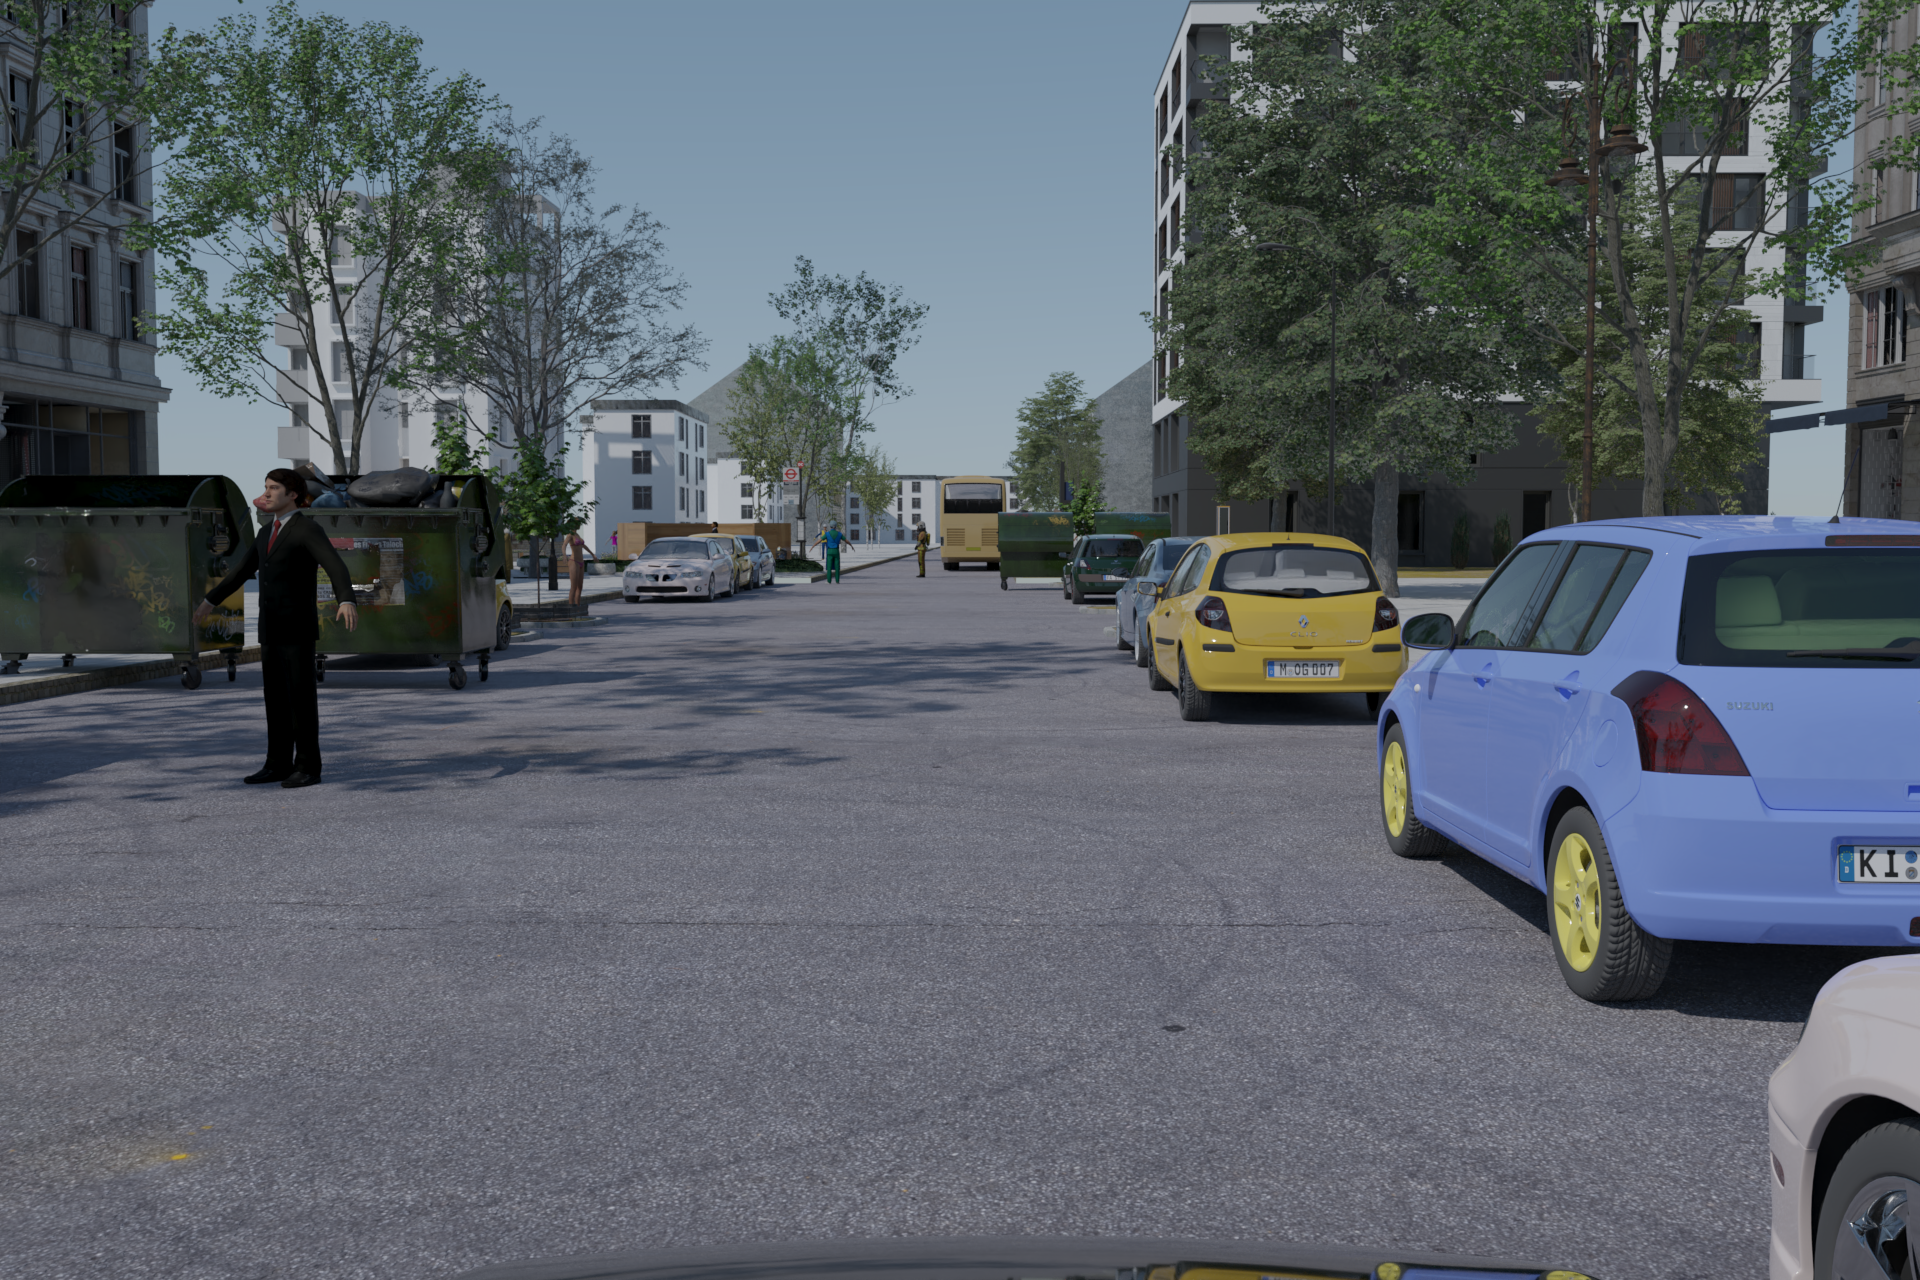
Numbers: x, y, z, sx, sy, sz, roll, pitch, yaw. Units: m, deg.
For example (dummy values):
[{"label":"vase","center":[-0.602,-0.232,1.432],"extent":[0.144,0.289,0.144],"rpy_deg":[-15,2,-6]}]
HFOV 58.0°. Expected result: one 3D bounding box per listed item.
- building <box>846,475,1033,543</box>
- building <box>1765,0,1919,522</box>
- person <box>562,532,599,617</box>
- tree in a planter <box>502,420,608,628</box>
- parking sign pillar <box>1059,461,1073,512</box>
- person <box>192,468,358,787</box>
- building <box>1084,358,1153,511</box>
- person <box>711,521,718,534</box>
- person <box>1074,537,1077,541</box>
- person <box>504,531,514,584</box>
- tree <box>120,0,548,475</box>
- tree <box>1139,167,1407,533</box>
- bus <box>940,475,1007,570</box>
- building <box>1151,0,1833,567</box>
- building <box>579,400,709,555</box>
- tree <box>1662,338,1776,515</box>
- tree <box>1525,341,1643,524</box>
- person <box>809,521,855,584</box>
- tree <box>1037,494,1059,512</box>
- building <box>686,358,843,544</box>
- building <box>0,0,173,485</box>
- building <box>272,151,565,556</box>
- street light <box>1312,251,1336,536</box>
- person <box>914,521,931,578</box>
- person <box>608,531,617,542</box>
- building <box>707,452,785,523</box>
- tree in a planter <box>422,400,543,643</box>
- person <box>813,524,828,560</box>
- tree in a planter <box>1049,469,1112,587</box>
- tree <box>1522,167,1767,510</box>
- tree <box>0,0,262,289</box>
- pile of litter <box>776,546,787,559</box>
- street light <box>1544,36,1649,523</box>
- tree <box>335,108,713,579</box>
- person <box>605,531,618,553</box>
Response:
[{"label":"building","center":[-3.610,-18.403,245.500],"extent":[28.070,9.664,9.099],"rpy_deg":[0,4,-3]},{"label":"building","center":[28.648,-17.962,39.785],"extent":[12.429,33.558,17.177],"rpy_deg":[0,4,1]},{"label":"person","center":[-6.597,-1.273,30.075],"extent":[0.721,1.733,1.217],"rpy_deg":[1,4,15]},{"label":"tree in a planter","center":[-6.651,-1.836,27.241],"extent":[1.991,3.239,1.994],"rpy_deg":[0,4,2]},{"label":"parking sign pillar","center":[3.944,-4.670,64.831],"extent":[1.447,3.967,1.447],"rpy_deg":[0,4,1]},{"label":"person","center":[-3.871,-0.077,9.910],"extent":[1.347,1.806,0.705],"rpy_deg":[2,4,30]},{"label":"building","center":[24.767,-23.163,209.645],"extent":[19.493,23.208,18.063],"rpy_deg":[0,4,1]},{"label":"person","center":[-8.935,-3.412,62.512],"extent":[0.721,1.740,1.216],"rpy_deg":[0,4,-6]},{"label":"person","center":[5.426,-4.142,73.868],"extent":[1.345,1.843,0.704],"rpy_deg":[-1,4,-14]},{"label":"person","center":[-11.826,-2.328,44.839],"extent":[0.721,1.736,1.217],"rpy_deg":[-1,4,-12]},{"label":"tree","center":[-11.928,-6.589,33.493],"extent":[9.928,11.665,9.643],"rpy_deg":[0,3,0]},{"label":"tree","center":[10.850,-9.308,58.841],"extent":[9.857,13.997,8.962],"rpy_deg":[0,3,0]},{"label":"bus","center":[0.535,-4.895,71.579],"extent":[2.896,3.916,12.252],"rpy_deg":[0,4,0]},{"label":"building","center":[22.952,-14.609,82.838],"extent":[27.936,21.610,32.646],"rpy_deg":[0,4,1]},{"label":"building","center":[-22.232,-11.015,122.236],"extent":[9.099,9.664,28.070],"rpy_deg":[0,3,0]},{"label":"tree","center":[27.931,-6.929,63.655],"extent":[4.737,8.622,4.395],"rpy_deg":[0,3,0]},{"label":"tree","center":[21.976,-6.852,62.400],"extent":[4.360,8.622,3.978],"rpy_deg":[0,3,0]},{"label":"person","center":[-3.646,-2.513,49.677],"extent":[1.347,1.817,0.704],"rpy_deg":[-1,4,-16]},{"label":"tree","center":[12.718,-17.871,242.557],"extent":[4.737,8.622,4.395],"rpy_deg":[0,3,0]},{"label":"building","center":[-24.862,-23.895,221.618],"extent":[19.493,23.208,18.063],"rpy_deg":[0,4,0]},{"label":"building","center":[-28.069,-11.040,30.474],"extent":[10.553,20.879,40.483],"rpy_deg":[0,4,1]},{"label":"building","center":[-27.994,-14.108,87.091],"extent":[16.016,20.090,11.380],"rpy_deg":[0,4,1]},{"label":"street light","center":[6.507,-3.377,27.751],"extent":[1.470,5.913,1.316],"rpy_deg":[0,4,1]},{"label":"person","center":[-1.290,-2.985,57.023],"extent":[0.705,1.858,1.354],"rpy_deg":[0,4,7]},{"label":"person","center":[-16.466,-4.780,84.377],"extent":[1.346,1.802,0.704],"rpy_deg":[-1,4,-15]},{"label":"building","center":[-23.904,-15.248,191.456],"extent":[9.099,9.664,28.070],"rpy_deg":[0,4,1]},{"label":"tree in a planter","center":[-6.741,-1.594,23.290],"extent":[1.991,3.239,1.994],"rpy_deg":[0,4,2]},{"label":"person","center":[-6.651,-4.838,85.568],"extent":[1.216,1.772,0.721],"rpy_deg":[0,4,-7]},{"label":"tree in a planter","center":[3.449,-3.086,47.680],"extent":[1.991,3.239,1.994],"rpy_deg":[0,4,1]},{"label":"tree","center":[21.390,-8.344,54.559],"extent":[7.486,12.596,7.792],"rpy_deg":[0,3,0]},{"label":"tree","center":[-12.581,-5.842,21.275],"extent":[9.928,11.665,9.643],"rpy_deg":[0,3,0]},{"label":"pile of litter","center":[-6.176,-2.951,62.214],"extent":[1.176,0.858,1.719],"rpy_deg":[0,4,2]},{"label":"street light","center":[6.099,-2.690,16.771],"extent":[0.468,5.910,1.993],"rpy_deg":[0,4,1]},{"label":"tree","center":[-12.344,-8.525,49.758],"extent":[12.009,13.543,11.850],"rpy_deg":[0,3,0]},{"label":"person","center":[-15.688,-4.252,78.794],"extent":[0.991,1.433,0.599],"rpy_deg":[1,4,15]}]
